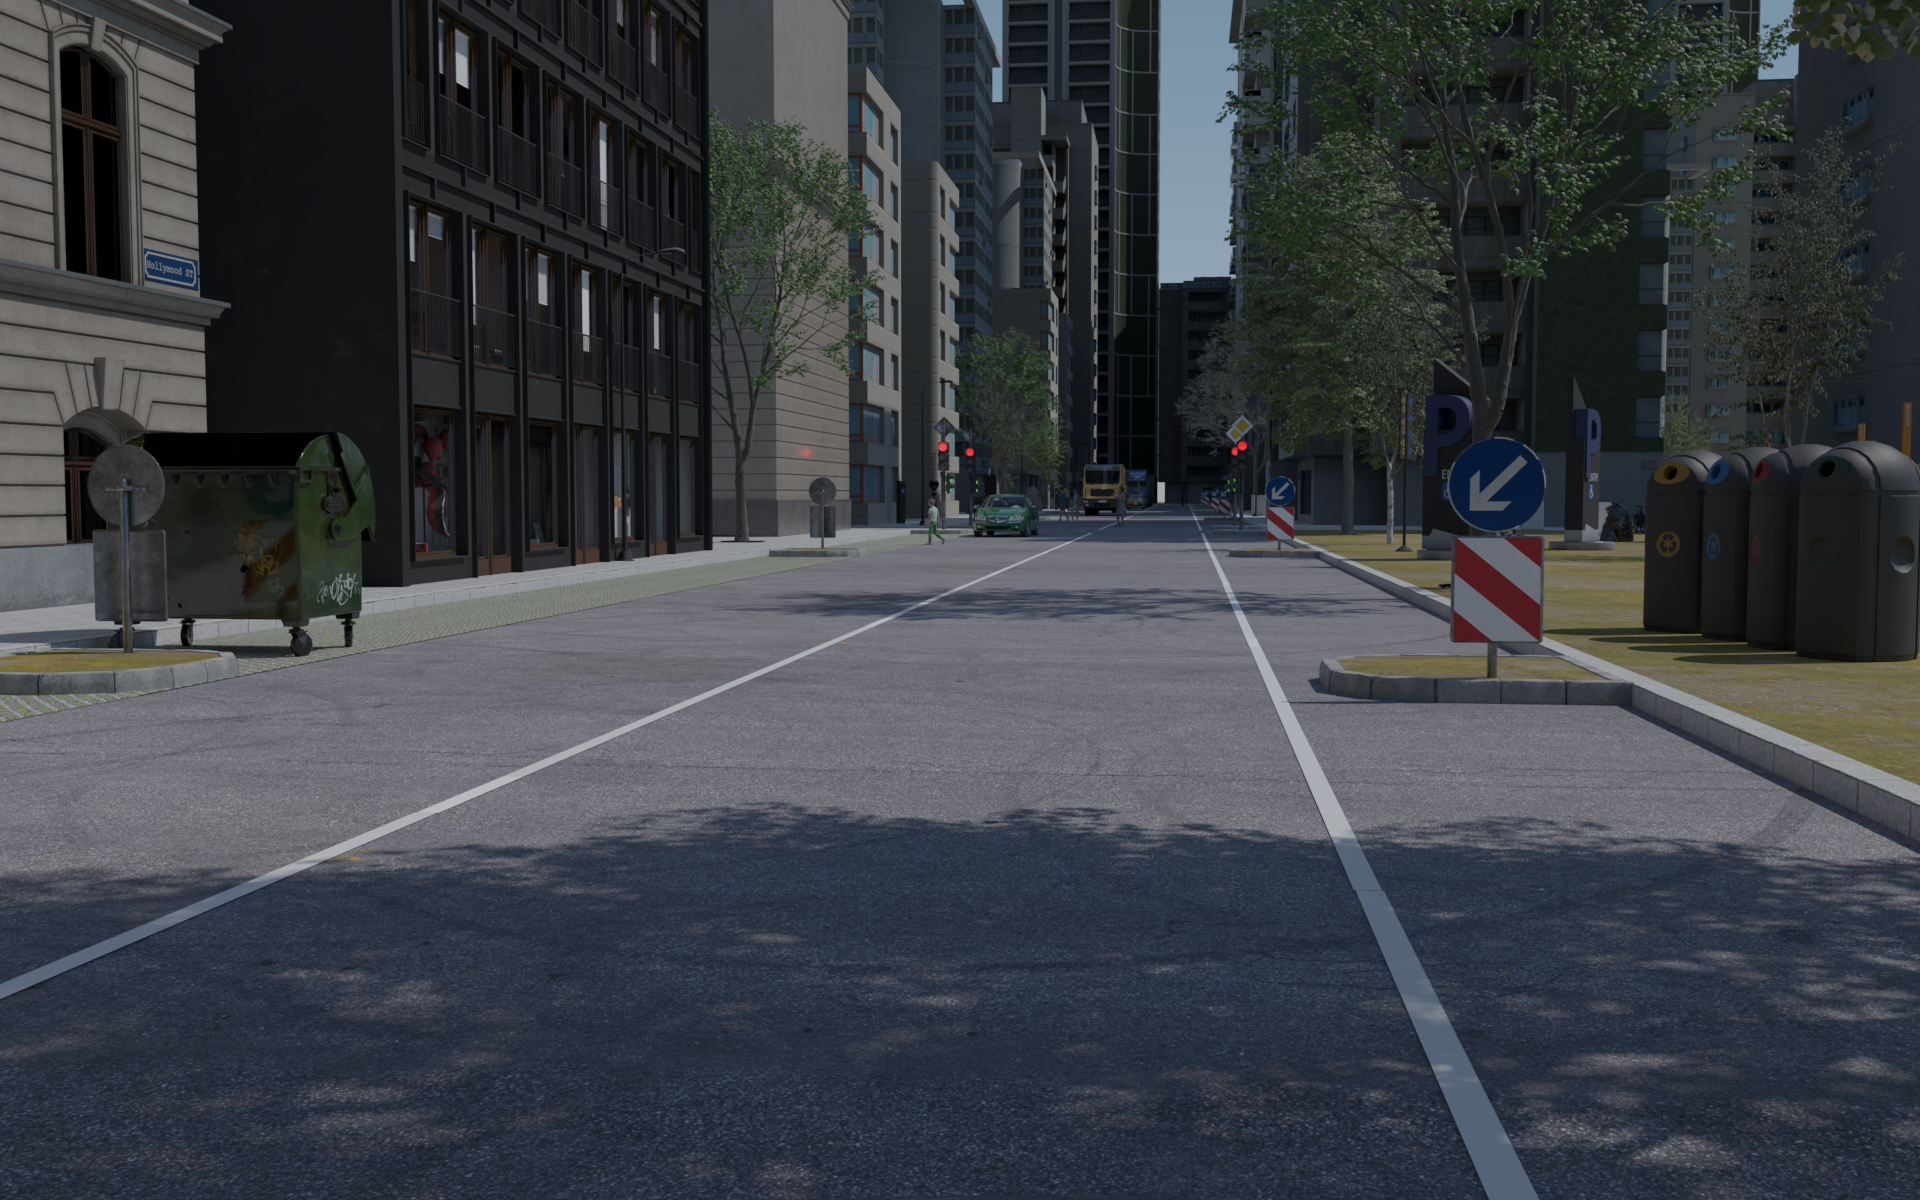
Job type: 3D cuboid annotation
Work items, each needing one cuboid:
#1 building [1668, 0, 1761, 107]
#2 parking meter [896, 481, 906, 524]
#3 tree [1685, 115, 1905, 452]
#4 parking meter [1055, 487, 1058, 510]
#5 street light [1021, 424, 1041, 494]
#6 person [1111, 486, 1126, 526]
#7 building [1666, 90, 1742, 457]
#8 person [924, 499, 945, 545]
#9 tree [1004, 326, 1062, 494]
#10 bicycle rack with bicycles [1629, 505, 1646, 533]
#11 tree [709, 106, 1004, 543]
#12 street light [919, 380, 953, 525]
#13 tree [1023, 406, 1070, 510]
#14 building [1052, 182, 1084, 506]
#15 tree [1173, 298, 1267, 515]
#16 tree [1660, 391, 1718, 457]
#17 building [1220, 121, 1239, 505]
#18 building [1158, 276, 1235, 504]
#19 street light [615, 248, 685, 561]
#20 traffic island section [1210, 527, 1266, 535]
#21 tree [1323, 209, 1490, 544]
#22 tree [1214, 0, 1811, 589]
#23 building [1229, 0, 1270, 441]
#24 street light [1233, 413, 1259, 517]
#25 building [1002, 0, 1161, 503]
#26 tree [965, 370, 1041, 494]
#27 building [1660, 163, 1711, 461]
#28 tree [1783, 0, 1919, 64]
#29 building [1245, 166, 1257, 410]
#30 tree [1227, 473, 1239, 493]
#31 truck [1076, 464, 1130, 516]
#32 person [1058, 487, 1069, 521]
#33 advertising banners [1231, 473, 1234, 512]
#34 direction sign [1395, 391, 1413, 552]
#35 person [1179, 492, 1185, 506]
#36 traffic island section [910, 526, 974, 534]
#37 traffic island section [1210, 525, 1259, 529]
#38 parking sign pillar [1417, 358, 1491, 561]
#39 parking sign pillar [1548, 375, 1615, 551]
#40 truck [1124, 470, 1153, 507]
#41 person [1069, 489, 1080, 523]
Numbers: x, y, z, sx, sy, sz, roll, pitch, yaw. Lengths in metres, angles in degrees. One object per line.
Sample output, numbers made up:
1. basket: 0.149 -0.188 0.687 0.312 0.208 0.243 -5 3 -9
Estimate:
1. building: 93.157 -48.289 227.771 20.611 71.187 20.563 0 4 7
2. parking meter: -2.565 -4.257 75.319 0.255 1.863 0.399 2 4 35
3. tree: 16.696 -5.156 34.671 4.360 8.622 3.978 0 3 0
4. parking meter: 7.763 -8.167 139.243 0.255 1.863 0.399 0 4 1
5. street light: 4.626 -8.676 114.401 1.470 5.913 1.316 0 4 7
6. person: 7.016 -4.163 76.916 0.532 1.782 0.716 -2 4 -31
7. building: 92.493 -35.237 199.825 21.600 48.544 21.300 0 4 7
8. person: -0.720 -2.201 48.733 0.590 1.304 0.306 1 4 20
9. tree: 2.634 -11.187 108.664 9.928 11.665 9.643 0 3 0
10. bicycle rack with bicycles: 23.099 -2.671 57.061 2.925 0.926 2.852 -2 4 -35
11. tree: -5.740 -7.340 45.762 9.928 11.665 9.643 0 3 0
12. street light: -0.989 -6.001 70.658 1.470 5.913 1.316 0 4 7
13. tree: 7.177 -11.739 142.287 4.737 8.622 4.395 0 3 0
14. building: -2.802 -30.316 187.549 32.217 40.220 23.993 0 4 7
15. tree: 18.057 -11.910 105.091 12.009 13.543 11.850 0 3 0
16. tree: 51.129 -10.544 122.757 4.737 8.622 4.395 0 3 0
17. building: 42.710 -35.603 201.716 23.786 49.044 30.456 0 4 7
18. building: 33.697 -28.230 233.259 14.107 30.474 14.160 0 4 7
19. street light: -5.883 -3.692 32.900 1.470 5.913 1.316 0 4 7
20. traffic island section: 9.997 -2.394 61.428 2.009 0.180 2.903 0 4 7
21. tree: 11.092 -5.733 44.093 4.360 8.622 3.978 0 3 0
22. tree: 7.246 -5.976 23.462 9.928 11.665 9.643 0 3 0
23. building: 41.387 -35.662 172.314 28.713 52.752 27.495 0 4 7
24. street light: 16.349 -7.717 98.710 1.470 5.913 1.316 0 4 7
25. building: 16.808 -48.839 236.765 20.611 71.187 20.563 0 4 7
26. tree: 2.466 -9.289 102.236 4.360 8.622 3.978 0 3 0
27. building: 68.558 -30.954 197.980 23.993 40.220 32.217 0 4 7
28. tree: 5.123 -5.310 4.950 7.486 12.596 7.792 0 3 0
29. building: 32.329 -23.335 153.227 14.160 30.474 14.107 0 4 7
30. tree: 22.991 -9.297 146.609 1.663 3.219 1.824 0 3 0
31. truck: 9.663 -7.300 115.281 3.469 3.379 9.791 0 4 7
32. person: 5.410 -5.040 90.927 0.654 1.822 0.581 1 4 16
33. advertising banners: 19.800 -7.922 125.710 0.090 3.025 2.074 0 4 1
34. direction sign: 9.927 -2.851 38.609 0.379 3.537 0.876 2 4 31
35. person: 26.277 -11.974 204.958 0.721 1.739 1.217 -1 4 -22
36. traffic island section: -0.605 -2.478 62.801 2.009 0.180 2.903 0 4 7
37. traffic island section: 11.023 -2.879 69.348 2.009 0.180 2.903 0 4 7
38. parking sign pillar: 9.713 -2.778 33.899 1.447 3.967 1.447 -2 4 -35
39. parking sign pillar: 14.359 -3.146 39.914 1.447 3.967 1.447 3 4 35
40. truck: 20.507 -12.749 198.211 2.967 4.110 18.799 1 4 9
41. person: 5.795 -4.728 86.800 0.522 1.701 0.512 2 4 27
